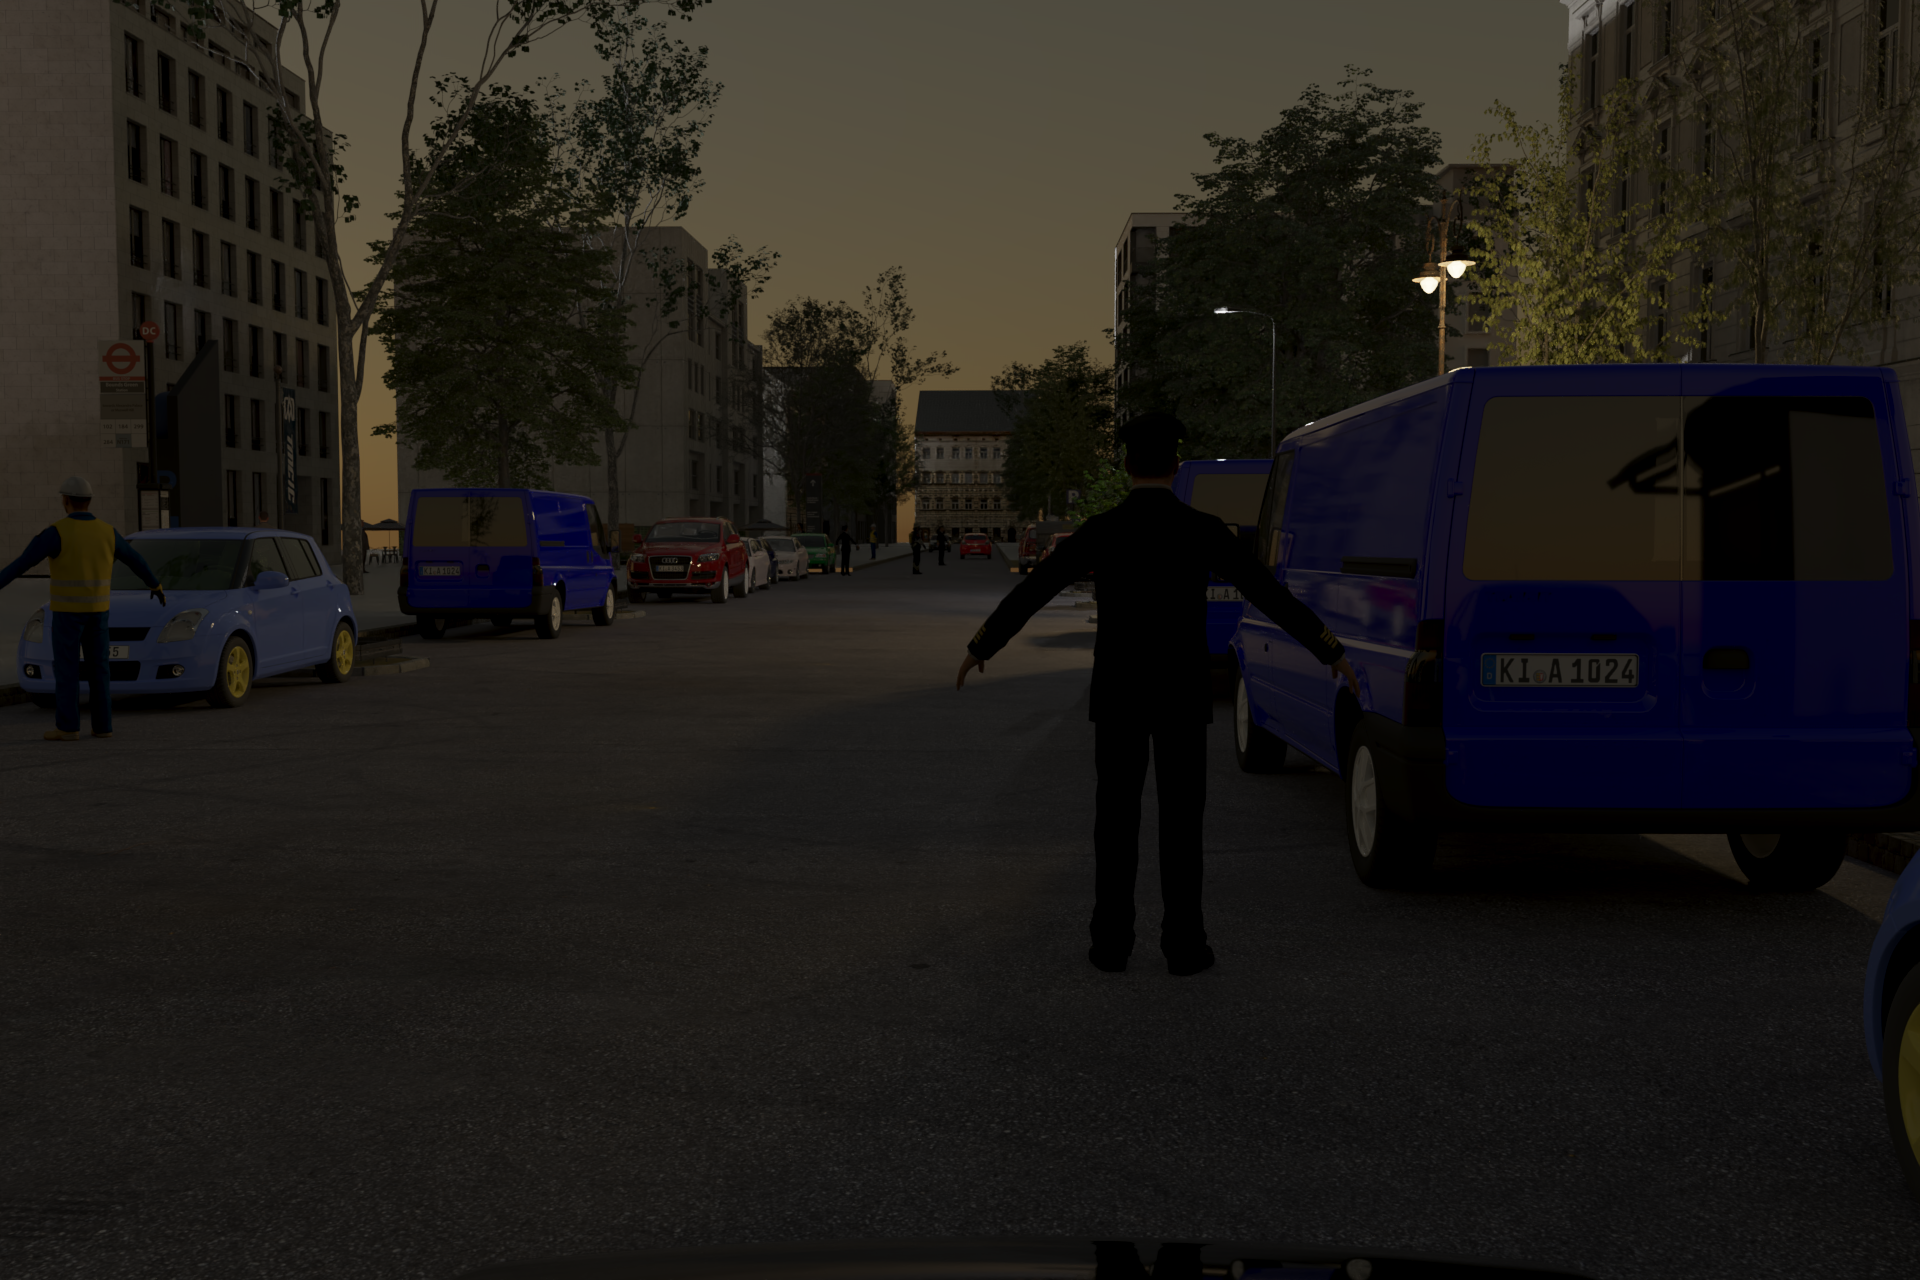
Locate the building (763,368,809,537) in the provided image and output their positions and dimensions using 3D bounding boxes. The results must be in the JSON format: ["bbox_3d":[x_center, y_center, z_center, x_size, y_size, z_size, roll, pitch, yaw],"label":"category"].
[{"bbox_3d":[-27.035,-21.904,189.057,19.493,23.208,18.063,0,4,2],"label":"building"}]

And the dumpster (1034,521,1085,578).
[{"bbox_3d":[3.380,-2.988,57.062,1.865,1.857,1.264,0,4,1],"label":"dumpster"}]

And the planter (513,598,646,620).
[{"bbox_3d":[-6.517,-0.537,29.926,1.991,0.319,1.994,0,4,1],"label":"planter"}]

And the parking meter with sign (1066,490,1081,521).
[{"bbox_3d":[4.449,-4.344,67.281,0.543,3.016,1.738,0,3,0],"label":"parking meter with sign"}]

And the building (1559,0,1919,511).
[{"bbox_3d":[27.489,-15.840,35.401,17.030,29.872,44.131,0,4,1],"label":"building"}]

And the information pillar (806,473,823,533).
[{"bbox_3d":[-6.237,-5.185,74.149,0.750,3.857,0.750,0,4,2],"label":"information pillar"}]

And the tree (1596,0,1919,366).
[{"bbox_3d":[8.821,-4.216,19.299,4.360,8.622,3.978,0,3,0],"label":"tree"}]

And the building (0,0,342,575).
[{"bbox_3d":[-29.192,-12.483,57.984,10.420,20.400,16.860,0,4,1],"label":"building"}]

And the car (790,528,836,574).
[{"bbox_3d":[-5.519,-3.317,63.035,1.959,1.807,4.718,0,4,1],"label":"car"}]

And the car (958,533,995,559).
[{"bbox_3d":[0.921,-5.548,99.747,2.155,1.783,4.494,0,4,1],"label":"car"}]

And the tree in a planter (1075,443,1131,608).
[{"bbox_3d":[3.270,-2.255,34.094,1.991,3.239,1.994,0,4,2],"label":"tree in a planter"}]

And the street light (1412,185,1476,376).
[{"bbox_3d":[6.506,-3.098,23.448,0.468,5.910,1.993,0,4,1],"label":"street light"}]

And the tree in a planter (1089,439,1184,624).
[{"bbox_3d":[3.111,-1.893,28.171,1.991,3.239,1.994,0,4,2],"label":"tree in a planter"}]

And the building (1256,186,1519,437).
[{"bbox_3d":[22.467,-14.947,100.805,16.016,20.090,11.380,0,4,1],"label":"building"}]

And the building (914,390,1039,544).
[{"bbox_3d":[2.911,-26.251,262.596,18.063,23.208,19.493,0,4,3],"label":"building"}]

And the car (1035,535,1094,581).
[{"bbox_3d":[3.369,-2.683,54.091,2.015,1.641,3.980,0,4,1],"label":"car"}]

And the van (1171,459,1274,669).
[{"bbox_3d":[2.625,-0.743,16.528,2.240,2.365,5.245,0,4,0],"label":"van"}]

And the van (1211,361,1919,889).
[{"bbox_3d":[2.586,-0.261,8.649,2.240,2.365,5.245,0,4,0],"label":"van"}]

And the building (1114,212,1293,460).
[{"bbox_3d":[25.039,-17.281,126.519,27.936,21.610,32.646,0,4,1],"label":"building"}]

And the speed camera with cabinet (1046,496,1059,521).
[{"bbox_3d":[4.553,-5.507,84.374,0.660,3.252,2.038,0,4,2],"label":"speed camera with cabinet"}]

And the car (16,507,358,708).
[{"bbox_3d":[-6.769,-0.355,15.398,1.945,1.707,3.694,0,4,1],"label":"car"}]

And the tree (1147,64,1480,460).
[{"bbox_3d":[9.639,-8.694,48.805,9.857,13.997,8.962,0,3,0],"label":"tree"}]

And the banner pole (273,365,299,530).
[{"bbox_3d":[-10.121,-2.204,26.048,0.401,3.779,0.863,0,4,1],"label":"banner pole"}]

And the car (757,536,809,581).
[{"bbox_3d":[-5.815,-2.561,54.238,2.083,1.381,4.827,0,4,1],"label":"car"}]

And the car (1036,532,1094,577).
[{"bbox_3d":[3.284,-2.492,49.791,2.155,1.783,4.494,0,4,1],"label":"car"}]

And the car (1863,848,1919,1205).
[{"bbox_3d":[2.789,0.444,2.340,1.945,1.707,3.694,0,4,1],"label":"car"}]

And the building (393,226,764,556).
[{"bbox_3d":[-23.804,-15.250,115.791,16.747,18.905,31.486,0,4,2],"label":"building"}]

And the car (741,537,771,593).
[{"bbox_3d":[-5.867,-1.897,43.383,2.083,1.381,4.827,0,4,1],"label":"car"}]

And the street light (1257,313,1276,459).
[{"bbox_3d":[6.968,-3.851,35.505,1.470,5.913,1.316,0,4,1],"label":"street light"}]

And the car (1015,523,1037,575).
[{"bbox_3d":[3.137,-3.296,62.564,2.281,1.827,5.304,0,4,1],"label":"car"}]

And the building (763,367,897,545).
[{"bbox_3d":[-23.000,-23.463,227.587,27.936,21.610,32.646,0,4,1],"label":"building"}]

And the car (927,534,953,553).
[{"bbox_3d":[-1.567,-7.708,135.806,2.009,1.686,4.222,0,4,1],"label":"car"}]

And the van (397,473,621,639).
[{"bbox_3d":[-6.408,-1.280,25.317,2.240,2.365,5.245,0,4,1],"label":"van"}]

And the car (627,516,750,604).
[{"bbox_3d":[-5.808,-1.759,37.425,2.281,1.827,5.304,0,4,1],"label":"car"}]

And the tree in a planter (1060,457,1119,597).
[{"bbox_3d":[3.329,-2.627,40.175,1.991,3.239,1.994,0,4,1],"label":"tree in a planter"}]

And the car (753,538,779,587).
[{"bbox_3d":[-6.123,-2.198,48.512,1.945,1.354,3.894,0,4,1],"label":"car"}]

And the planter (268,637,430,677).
[{"bbox_3d":[-6.747,0.174,18.299,1.991,0.319,1.994,0,4,2],"label":"planter"}]
